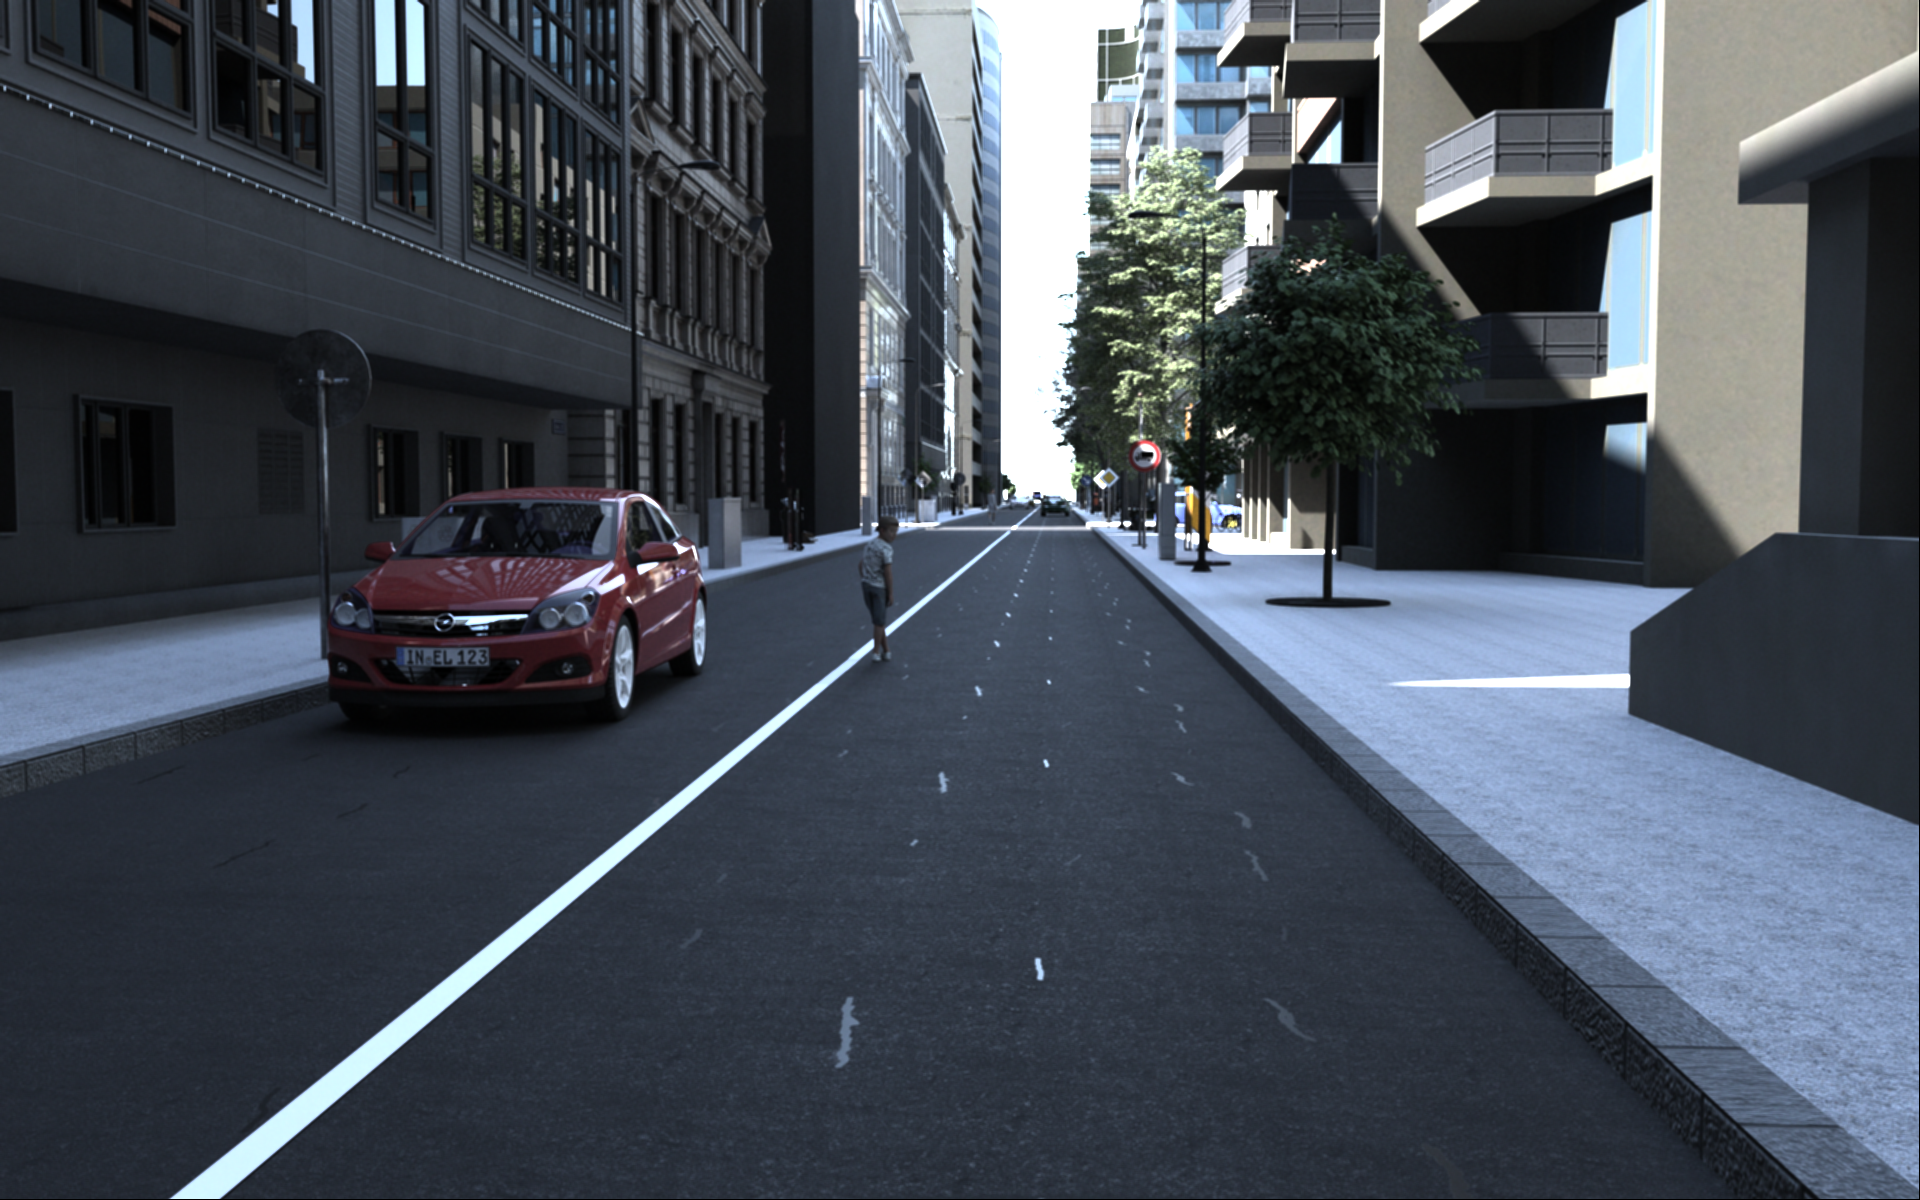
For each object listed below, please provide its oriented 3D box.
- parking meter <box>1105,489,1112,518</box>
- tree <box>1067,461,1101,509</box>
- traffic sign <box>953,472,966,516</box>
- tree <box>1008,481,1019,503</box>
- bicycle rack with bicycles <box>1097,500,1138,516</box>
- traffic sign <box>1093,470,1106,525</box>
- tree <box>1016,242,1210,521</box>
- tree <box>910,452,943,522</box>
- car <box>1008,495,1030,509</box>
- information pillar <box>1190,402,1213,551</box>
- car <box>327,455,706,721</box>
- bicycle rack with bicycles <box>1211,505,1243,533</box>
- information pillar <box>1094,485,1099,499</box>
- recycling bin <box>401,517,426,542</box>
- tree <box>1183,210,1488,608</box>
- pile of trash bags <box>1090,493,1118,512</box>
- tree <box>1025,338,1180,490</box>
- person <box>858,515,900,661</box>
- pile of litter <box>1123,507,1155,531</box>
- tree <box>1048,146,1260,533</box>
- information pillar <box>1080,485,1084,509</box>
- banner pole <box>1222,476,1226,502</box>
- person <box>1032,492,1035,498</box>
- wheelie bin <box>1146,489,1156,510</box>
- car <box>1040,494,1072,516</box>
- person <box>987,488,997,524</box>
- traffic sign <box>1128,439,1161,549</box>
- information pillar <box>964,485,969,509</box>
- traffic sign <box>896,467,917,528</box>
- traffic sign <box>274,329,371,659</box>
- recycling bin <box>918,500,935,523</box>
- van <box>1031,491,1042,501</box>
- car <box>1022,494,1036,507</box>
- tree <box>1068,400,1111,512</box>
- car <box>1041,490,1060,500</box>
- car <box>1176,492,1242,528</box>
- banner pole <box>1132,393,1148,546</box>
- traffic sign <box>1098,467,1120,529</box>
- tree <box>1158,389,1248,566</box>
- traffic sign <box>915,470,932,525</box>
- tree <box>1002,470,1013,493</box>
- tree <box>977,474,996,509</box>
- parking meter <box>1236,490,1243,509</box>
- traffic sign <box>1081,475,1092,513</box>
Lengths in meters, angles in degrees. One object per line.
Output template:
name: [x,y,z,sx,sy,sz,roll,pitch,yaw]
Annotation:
parking meter: [7.908,-5.125,92.211,0.372,1.533,0.369,0,3,0]
tree: [10.827,-10.171,150.003,4.285,4.588,4.351,0,3,0]
traffic sign: [-0.053,-6.238,102.099,0.768,2.556,0.104,1,4,10]
tree: [7.839,-15.869,254.059,1.663,3.219,1.824,0,3,0]
bicycle rack with bicycles: [9.266,-5.433,102.216,2.852,0.926,2.925,0,4,-7]
traffic sign: [5.972,-4.204,72.371,0.795,2.450,0.064,0,4,3]
tree: [7.858,-10.555,82.941,12.009,13.543,11.850,0,3,0]
tree: [-1.585,-5.150,78.800,1.663,3.219,1.824,0,3,0]
car: [5.703,-9.449,166.845,2.083,1.381,4.827,0,4,1]
information pillar: [5.434,-2.911,38.952,0.504,3.616,0.183,-1,4,-18]
car: [-2.973,-0.199,12.288,2.155,1.783,4.494,0,4,1]
bicycle rack with bicycles: [8.945,-2.725,57.930,2.852,0.926,2.925,-1,4,-9]
information pillar: [10.798,-8.104,136.985,0.304,2.012,0.304,-1,4,-9]
recycling bin: [-5.525,-0.375,18.691,0.722,1.027,0.722,1,4,13]
tree: [4.327,-2.223,20.062,4.285,4.588,4.351,0,3,0]
pile of trash bags: [10.221,-7.031,124.703,1.912,1.369,3.447,1,4,23]
tree: [8.053,-9.824,95.029,8.767,10.594,7.601,-1,4,-13]
person: [-0.696,-0.106,14.912,0.352,1.250,0.332,0,4,-5]
pile of litter: [6.336,-2.852,60.590,1.176,0.858,1.719,0,4,-8]
tree: [6.803,-8.468,56.586,7.486,12.596,7.792,0,3,0]
information pillar: [10.194,-8.606,145.195,0.304,2.012,0.304,0,4,-6]
banner pole: [15.337,-6.768,100.672,0.401,3.779,0.863,2,4,28]
person: [9.836,-13.719,233.614,0.445,1.727,0.742,2,4,24]
wheelie bin: [12.297,-6.289,110.732,0.980,1.594,0.693,-1,4,-18]
car: [6.241,-6.207,113.274,2.131,1.459,4.920,0,4,5]
person: [1.521,-4.447,81.966,0.466,1.731,0.760,0,4,6]
traffic sign: [4.317,-2.473,40.544,0.768,2.556,0.104,1,4,11]
information pillar: [0.519,-8.713,146.952,0.304,2.012,0.304,-3,4,-36]
traffic sign: [-1.998,-3.742,64.831,0.795,2.450,0.064,0,4,3]
traffic sign: [-4.934,-0.814,13.410,0.768,2.556,0.104,0,4,3]
recycling bin: [-1.479,-3.919,76.635,0.722,1.027,0.722,0,4,2]
van: [13.310,-18.175,301.548,2.240,2.365,5.245,0,4,2]
car: [7.333,-11.004,190.137,2.015,1.641,3.980,0,4,3]
tree: [9.141,-10.472,121.577,4.737,8.622,4.395,0,3,0]
car: [9.570,-10.471,179.873,2.281,1.827,5.304,0,4,5]
car: [9.608,-3.630,68.941,3.694,1.707,1.945,0,4,3]
banner pole: [4.451,-3.218,42.625,0.401,3.779,0.863,0,4,2]
traffic sign: [5.534,-3.716,64.398,0.795,2.450,0.064,0,4,3]
tree: [4.339,-2.256,31.490,1.663,3.219,1.824,0,3,0]
traffic sign: [-1.560,-4.230,72.804,0.795,2.450,0.064,0,4,3]
tree: [5.319,-14.742,224.752,4.285,4.588,4.351,0,3,0]
tree: [2.324,-9.663,152.593,1.663,3.219,1.824,0,3,0]
parking meter: [15.506,-5.358,96.013,0.372,1.533,0.369,0,3,0]
traffic sign: [8.476,-7.088,116.002,0.768,2.556,0.104,1,4,13]
